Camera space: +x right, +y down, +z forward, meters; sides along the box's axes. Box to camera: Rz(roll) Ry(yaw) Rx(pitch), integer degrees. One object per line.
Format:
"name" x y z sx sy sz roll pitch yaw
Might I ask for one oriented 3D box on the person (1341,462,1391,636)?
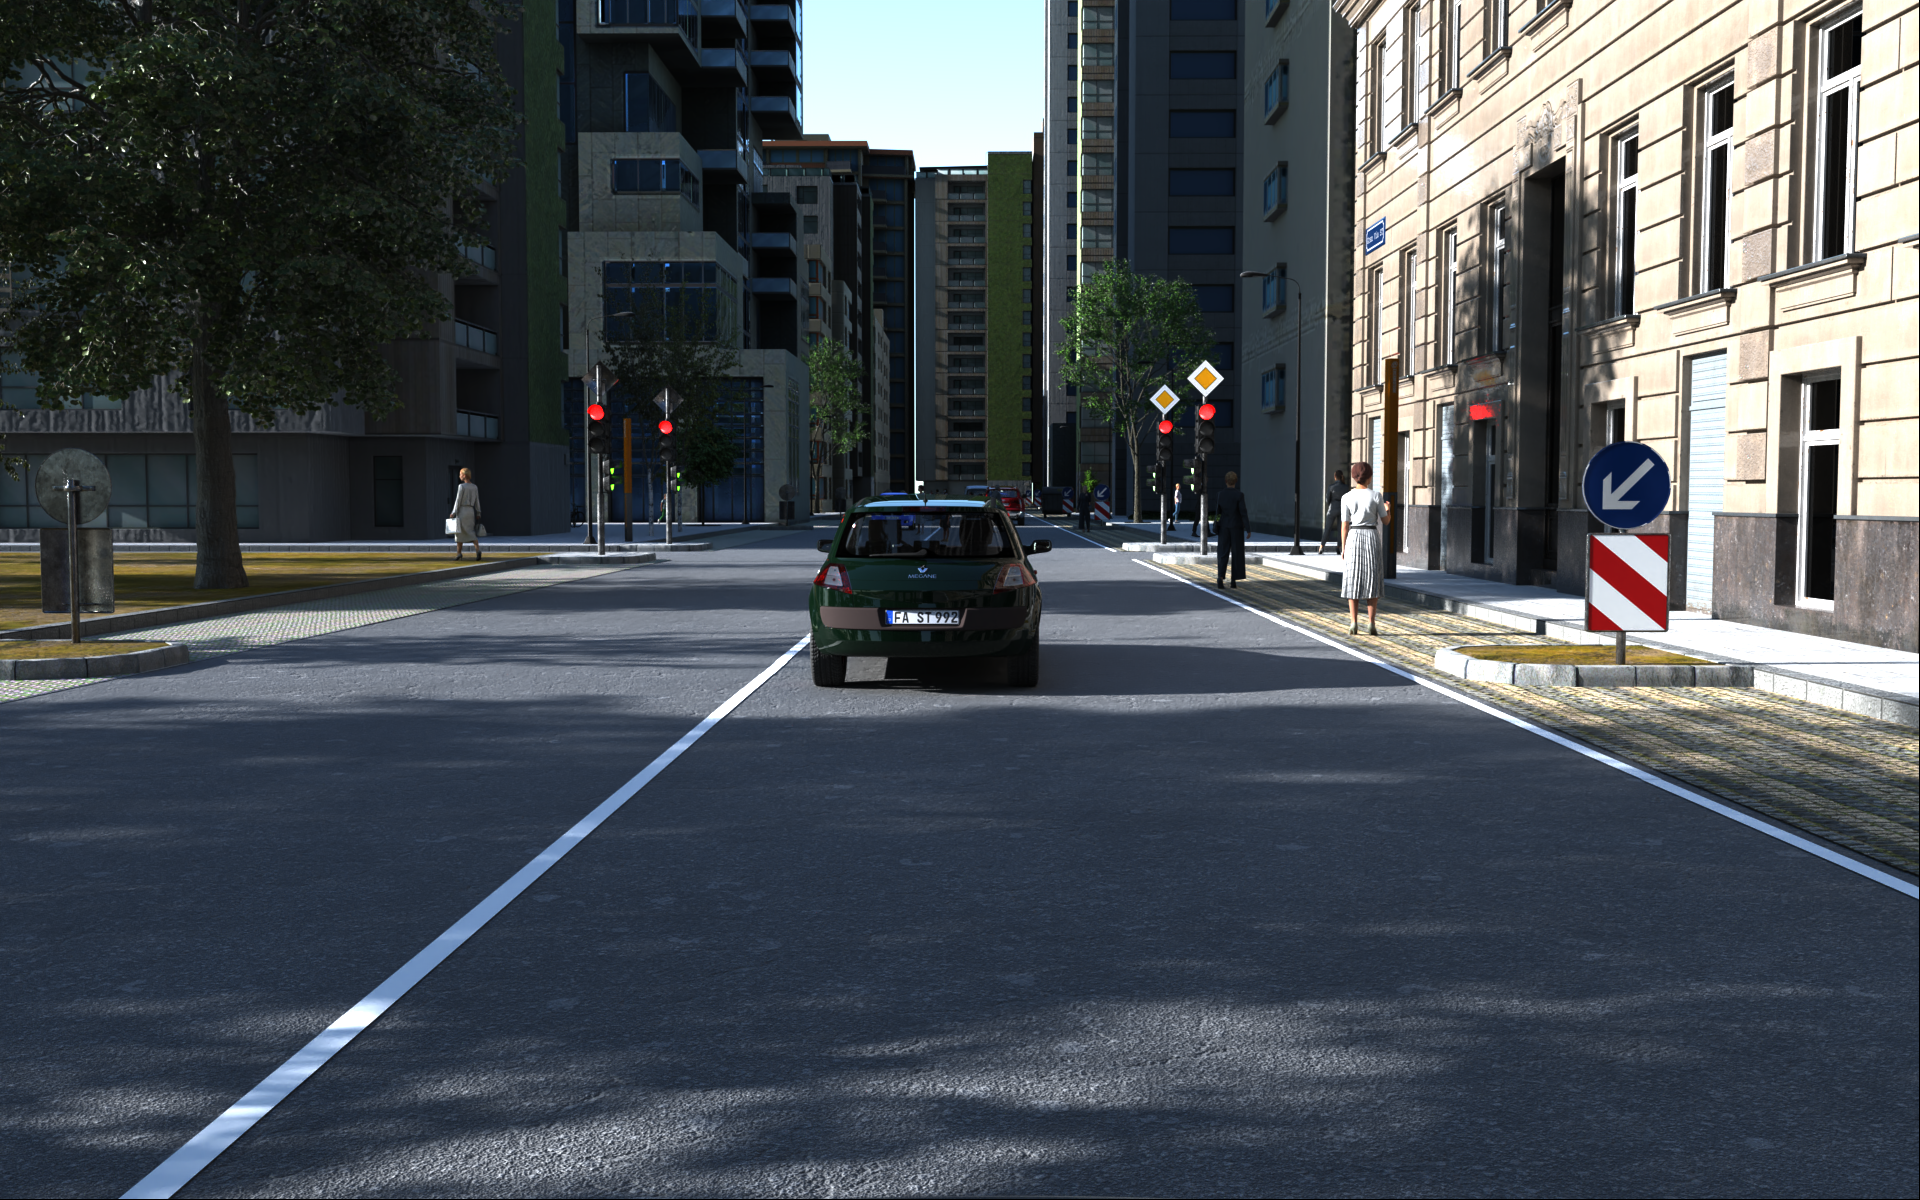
"person" 4.105 -0.517 17.522 0.480 1.755 0.524 1 4 17

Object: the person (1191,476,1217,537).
"person" 7.241 -2.787 51.388 0.755 1.850 0.659 2 4 25

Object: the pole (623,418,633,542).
"pole" -8.949 -3.232 46.681 0.158 3.312 0.155 0 3 0

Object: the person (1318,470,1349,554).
"person" 7.936 -1.862 36.757 0.520 1.790 0.573 -1 4 -22

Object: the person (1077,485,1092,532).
"person" 4.634 -3.397 64.466 0.576 1.772 0.534 0 4 2

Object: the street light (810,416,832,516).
"street light" -8.266 -7.951 102.538 1.470 5.913 1.316 0 4 1

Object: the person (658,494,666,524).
"person" -12.588 -3.880 73.725 0.590 1.304 0.306 1 4 21

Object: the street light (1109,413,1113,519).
"street light" 7.208 -7.160 89.613 1.470 5.913 1.316 0 4 1

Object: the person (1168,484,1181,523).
"person" 9.433 -4.235 75.952 0.598 1.740 0.731 0 4 -3

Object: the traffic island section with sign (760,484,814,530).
"traffic island section with sign" -6.883 -3.702 69.159 1.989 1.847 2.006 0 4 1

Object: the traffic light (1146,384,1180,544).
"traffic light" 5.201 -3.387 44.296 0.839 4.253 0.868 0 4 1

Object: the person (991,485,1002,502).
"person" 1.430 -3.400 64.489 0.834 1.777 0.661 -2 4 -34

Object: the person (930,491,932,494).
"person" -2.929 -10.179 175.861 0.756 1.711 0.436 -3 4 -39

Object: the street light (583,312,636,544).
"street light" -8.963 -4.391 44.334 1.470 5.913 1.316 0 4 1

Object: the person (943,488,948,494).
"person" -0.738 -5.396 97.308 0.643 1.750 0.593 1 4 15

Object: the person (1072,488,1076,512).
"person" 8.085 -7.192 124.188 0.434 1.755 0.990 1 4 22

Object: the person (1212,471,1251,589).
"person" 4.101 -1.053 26.144 0.576 1.772 0.534 1 4 9

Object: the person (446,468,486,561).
"person" -9.460 -1.638 33.182 0.694 1.780 0.624 -3 5 -43

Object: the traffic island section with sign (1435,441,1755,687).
"traffic island section with sign" 4.884 -0.312 13.722 1.989 1.847 2.006 0 4 1

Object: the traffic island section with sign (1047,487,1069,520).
"traffic island section with sign" 5.855 -5.367 96.373 1.989 1.847 2.006 0 4 1

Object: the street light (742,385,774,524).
"street light" -8.600 -6.184 73.651 1.470 5.913 1.316 0 4 1

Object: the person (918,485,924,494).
"person" -1.474 -3.196 61.320 0.480 1.755 0.524 3 5 41

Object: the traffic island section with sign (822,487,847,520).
"traffic island section with sign" -6.580 -5.351 96.113 1.989 1.847 2.006 0 4 1

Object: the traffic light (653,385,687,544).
"traffic light" -7.459 -3.395 44.426 0.839 4.253 0.868 0 4 1

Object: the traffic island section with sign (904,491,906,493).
"traffic island section with sign" -5.674 -10.074 173.340 1.989 1.847 2.006 0 4 1

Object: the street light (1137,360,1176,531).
"street light" 6.846 -5.371 60.360 1.470 5.913 1.316 0 4 1

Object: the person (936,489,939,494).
"person" -1.915 -8.296 144.141 0.705 1.823 1.348 1 4 21

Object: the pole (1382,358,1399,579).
"pole" 6.507 -1.977 26.170 0.158 3.312 0.155 0 3 0

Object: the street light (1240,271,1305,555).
"street light" 6.547 -3.898 36.281 1.470 5.913 1.316 0 4 1

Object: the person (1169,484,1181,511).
"person" 10.911 -5.027 88.329 0.767 1.812 0.694 2 4 31

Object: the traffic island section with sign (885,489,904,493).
"traffic island section with sign" -5.984 -8.421 146.310 1.989 1.847 2.006 0 4 1

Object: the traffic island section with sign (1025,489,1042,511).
"traffic island section with sign" 6.426 -8.415 146.210 1.989 1.847 2.006 0 4 1

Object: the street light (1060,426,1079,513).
"street light" 7.544 -8.927 118.500 1.470 5.913 1.316 0 4 1

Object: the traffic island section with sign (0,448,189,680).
"traffic island section with sign" -7.528 -0.339 14.177 1.989 1.847 2.006 0 4 1

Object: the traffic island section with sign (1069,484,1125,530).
"traffic island section with sign" 5.530 -3.718 69.420 1.989 1.847 2.006 0 4 1
